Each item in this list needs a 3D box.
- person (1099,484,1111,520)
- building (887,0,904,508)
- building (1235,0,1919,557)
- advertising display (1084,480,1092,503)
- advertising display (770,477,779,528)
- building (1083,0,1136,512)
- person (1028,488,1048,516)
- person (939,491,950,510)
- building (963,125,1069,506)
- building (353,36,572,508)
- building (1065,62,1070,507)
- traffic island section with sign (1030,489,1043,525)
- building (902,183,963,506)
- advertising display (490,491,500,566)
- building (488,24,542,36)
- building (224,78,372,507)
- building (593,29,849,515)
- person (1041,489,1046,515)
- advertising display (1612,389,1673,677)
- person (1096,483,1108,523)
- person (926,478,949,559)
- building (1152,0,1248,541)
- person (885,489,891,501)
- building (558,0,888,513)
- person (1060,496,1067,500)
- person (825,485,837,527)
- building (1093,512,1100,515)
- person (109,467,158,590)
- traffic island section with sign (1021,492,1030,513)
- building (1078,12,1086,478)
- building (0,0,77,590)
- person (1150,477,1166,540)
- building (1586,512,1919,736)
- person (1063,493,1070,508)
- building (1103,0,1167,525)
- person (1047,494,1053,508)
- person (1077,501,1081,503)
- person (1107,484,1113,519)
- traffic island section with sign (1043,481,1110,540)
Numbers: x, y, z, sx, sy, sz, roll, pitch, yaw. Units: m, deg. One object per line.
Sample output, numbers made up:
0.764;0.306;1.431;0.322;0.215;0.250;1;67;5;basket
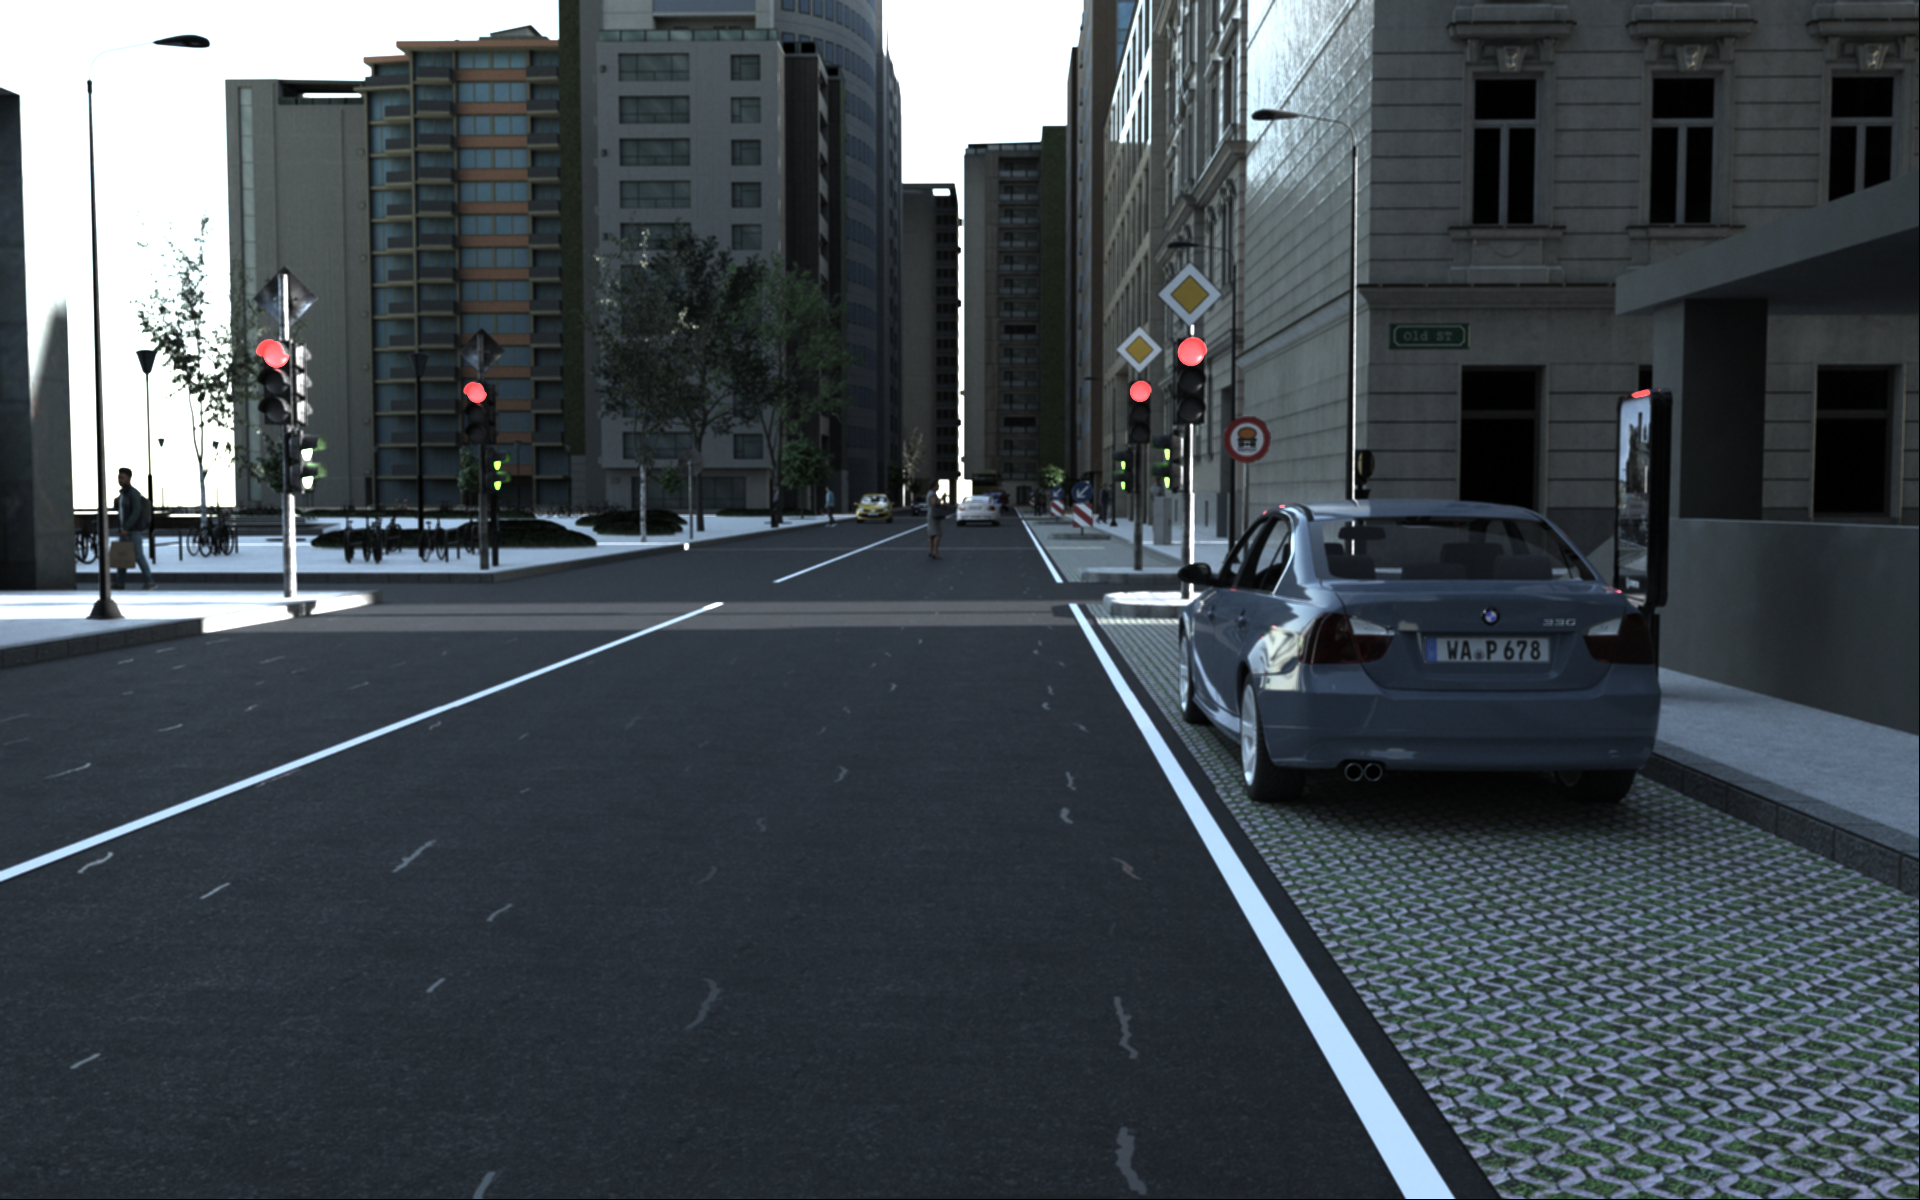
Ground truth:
7.223;-4.918;86.470;0.581;1.822;0.654;1;4;13;person
-16.356;-44.621;167.803;20.611;71.187;20.563;0;4;2;building
28.654;-15.900;36.376;44.131;29.872;17.030;0;4;2;building
6.025;-4.697;82.015;0.123;1.923;0.974;-1;4;-13;advertising display
-7.078;-3.726;66.130;0.123;1.923;0.974;1;4;9;advertising display
17.725;-30.982;156.669;14.600;45.320;14.200;0;4;2;building
4.992;-6.266;111.094;1.348;1.807;0.705;1;4;11;person
-1.454;-9.203;159.689;1.217;1.743;0.721;-2;4;-26;person
7.359;-31.297;195.293;14.086;41.232;14.154;0;4;2;building
-41.730;-31.444;168.731;28.867;44.769;22.147;0;4;2;building
17.593;-31.860;171.021;14.600;45.320;14.200;0;4;2;building
4.455;-4.467;81.668;1.989;1.847;2.006;0;4;2;traffic island section with sign
-11.741;-31.373;204.837;23.993;40.220;32.217;0;4;2;building
-8.364;-1.586;31.138;0.123;1.923;0.974;-1;4;-13;advertising display
-38.595;-37.588;203.805;27.495;52.752;28.713;0;4;2;building
-63.516;-29.989;173.920;14.086;41.232;14.154;0;4;2;building
-14.880;-20.794;111.677;14.160;30.474;14.107;0;4;2;building
5.696;-6.798;120.177;0.617;1.759;0.750;-2;4;-35;person
4.333;-0.356;11.037;0.123;1.923;0.974;1;4;9;advertising display
6.238;-4.234;75.691;0.534;1.772;0.576;-1;4;-11;person
-0.471;-1.789;38.103;0.532;1.782;0.716;0;4;-2;person
14.004;-16.531;57.664;14.401;28.519;23.554;0;4;2;building
-5.855;-8.177;140.538;0.445;1.727;0.742;0;4;5;person
-17.008;-36.086;132.006;21.231;58.520;28.212;0;4;2;building
7.764;-7.560;132.870;0.991;1.433;0.599;1;4;22;person
-5.675;-4.144;76.272;0.620;1.820;0.660;1;4;12;person
15.227;-28.355;113.716;14.600;45.320;14.200;0;4;2;building
-12.053;-1.018;25.123;0.713;1.824;0.794;-2;4;-27;person
5.784;-7.479;130.911;1.989;1.847;2.006;0;4;2;traffic island section with sign
20.578;-29.386;135.089;22.147;44.769;28.867;0;4;2;building
-28.075;-42.694;10.714;31.000;86.520;22.319;0;4;2;building
5.243;-2.384;45.300;0.520;1.790;0.573;3;4;39;person
21.169;-19.261;6.807;32.217;40.220;23.993;0;4;2;building
9.358;-9.090;155.354;1.217;1.739;0.721;-2;4;-24;person
17.753;-17.266;86.821;19.350;26.468;34.151;0;4;2;building
8.614;-9.584;163.264;0.721;1.766;1.217;3;5;41;person
6.875;-5.639;98.145;0.836;1.842;0.656;1;4;23;person
7.873;-5.189;90.977;0.391;1.810;0.635;1;4;9;person
3.731;-2.819;54.723;1.989;1.847;2.006;0;4;2;traffic island section with sign
